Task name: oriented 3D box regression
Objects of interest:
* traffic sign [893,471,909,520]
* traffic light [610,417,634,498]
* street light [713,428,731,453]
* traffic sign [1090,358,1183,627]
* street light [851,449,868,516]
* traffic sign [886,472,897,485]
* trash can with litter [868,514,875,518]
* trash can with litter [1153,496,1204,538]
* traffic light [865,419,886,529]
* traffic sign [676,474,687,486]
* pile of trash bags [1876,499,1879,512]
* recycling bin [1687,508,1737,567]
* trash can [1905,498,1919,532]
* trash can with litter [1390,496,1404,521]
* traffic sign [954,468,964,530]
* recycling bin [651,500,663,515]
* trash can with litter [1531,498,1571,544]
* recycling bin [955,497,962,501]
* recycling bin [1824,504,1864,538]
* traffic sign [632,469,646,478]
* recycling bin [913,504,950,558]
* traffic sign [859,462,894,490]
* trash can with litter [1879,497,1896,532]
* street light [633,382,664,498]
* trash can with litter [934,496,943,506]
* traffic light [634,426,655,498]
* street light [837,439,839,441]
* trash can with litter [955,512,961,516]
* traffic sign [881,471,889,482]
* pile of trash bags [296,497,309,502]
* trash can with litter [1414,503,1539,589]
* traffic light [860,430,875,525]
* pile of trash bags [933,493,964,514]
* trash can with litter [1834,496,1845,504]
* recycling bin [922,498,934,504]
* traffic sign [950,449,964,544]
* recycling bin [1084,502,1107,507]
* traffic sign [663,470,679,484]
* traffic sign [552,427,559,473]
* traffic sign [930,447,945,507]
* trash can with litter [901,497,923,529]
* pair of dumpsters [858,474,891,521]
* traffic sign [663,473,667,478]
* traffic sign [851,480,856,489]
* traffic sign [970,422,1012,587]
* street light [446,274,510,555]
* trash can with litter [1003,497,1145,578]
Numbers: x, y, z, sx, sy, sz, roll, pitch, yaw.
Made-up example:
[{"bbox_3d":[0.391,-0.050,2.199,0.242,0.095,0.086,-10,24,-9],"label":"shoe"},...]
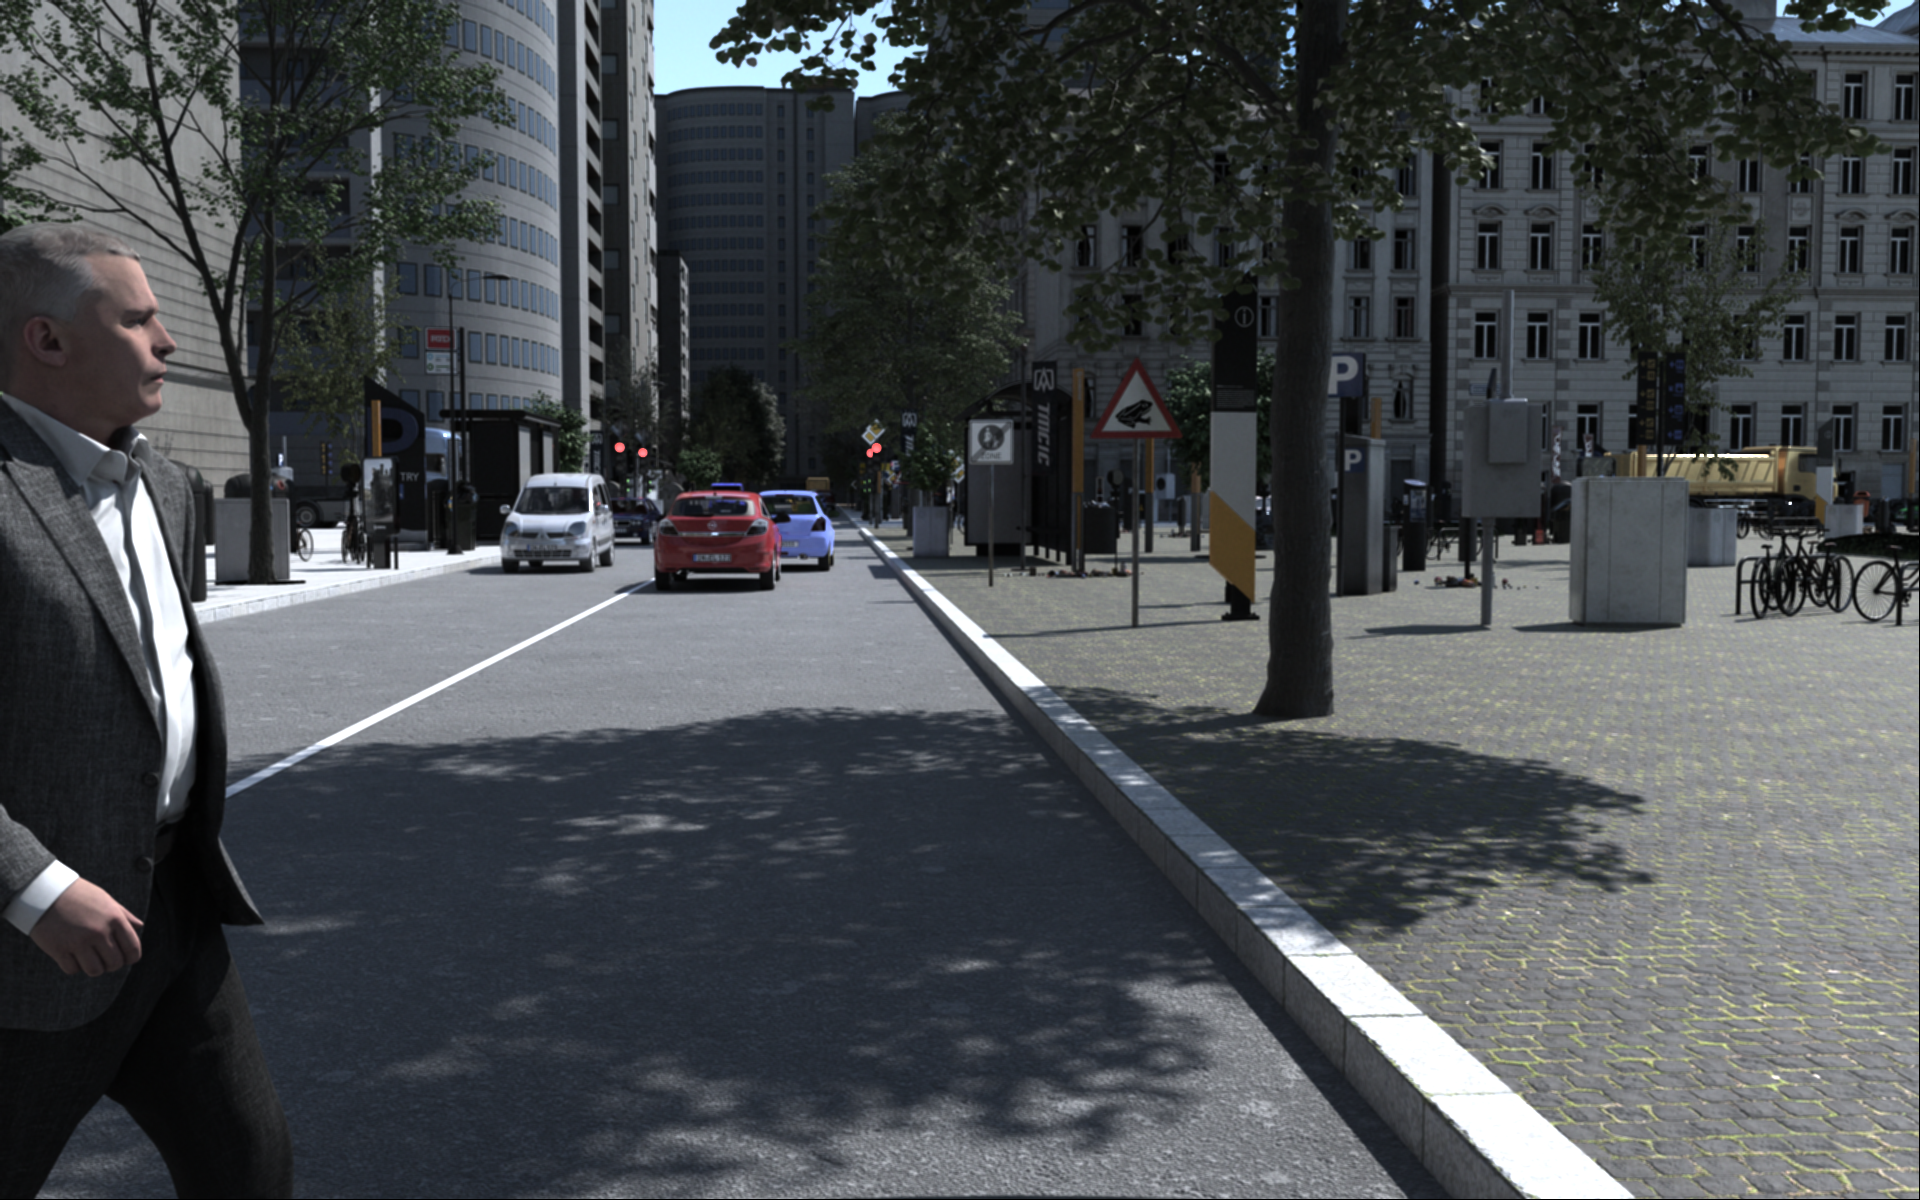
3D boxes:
[{"bbox_3d":[-2.934,-5.339,87.292,0.884,2.594,0.081,0,4,-4],"label":"traffic sign"},{"bbox_3d":[-12.396,-4.556,63.417,0.839,4.253,0.868,0,4,-4],"label":"traffic light"},{"bbox_3d":[-16.708,-9.092,121.201,1.470,5.913,1.316,0,4,-4],"label":"street light"},{"bbox_3d":[1.688,-1.017,16.632,0.884,2.594,0.081,0,4,2],"label":"traffic sign"},{"bbox_3d":[-5.888,-7.712,98.626,1.470,5.913,1.316,0,4,-4],"label":"street light"},{"bbox_3d":[-3.417,-5.413,89.694,0.795,2.450,0.064,0,4,-1],"label":"traffic sign"},{"bbox_3d":[-4.780,-5.022,93.494,0.624,1.170,1.055,-1,4,-19],"label":"trash can with litter"},{"bbox_3d":[6.429,-2.477,51.562,1.678,1.210,2.233,1,4,17],"label":"trash can with litter"},{"bbox_3d":[-3.114,-4.601,64.148,0.839,4.253,0.868,0,4,-4],"label":"traffic light"},{"bbox_3d":[-17.371,-6.576,107.624,0.768,2.556,0.104,0,4,3],"label":"traffic sign"},{"bbox_3d":[39.811,-4.180,78.097,1.912,1.369,3.447,0,4,1],"label":"pile of trash bags"},{"bbox_3d":[13.358,-1.127,30.973,0.722,1.027,0.722,-2,4,-26],"label":"recycling bin"},{"bbox_3d":[32.048,-2.834,57.987,0.748,1.137,0.748,0,3,0],"label":"trash can"},{"bbox_3d":[20.592,-4.233,80.602,1.055,1.170,0.624,0,4,5],"label":"trash can with litter"},{"bbox_3d":[-0.064,-3.683,61.401,0.795,2.450,0.064,0,4,2],"label":"traffic sign"},{"bbox_3d":[-13.638,-3.968,77.423,0.722,1.027,0.722,-1,4,-9],"label":"recycling bin"},{"bbox_3d":[15.378,-2.045,44.819,1.055,1.170,0.624,0,4,-5],"label":"trash can with litter"},{"bbox_3d":[-0.322,-7.138,129.265,0.722,1.027,0.722,-3,5,-41],"label":"recycling bin"},{"bbox_3d":[21.383,-1.795,41.908,0.722,1.027,0.722,3,4,39],"label":"recycling bin"},{"bbox_3d":[-16.005,-5.280,86.436,0.768,2.556,0.104,0,4,-3],"label":"traffic sign"},{"bbox_3d":[-0.574,-1.378,35.078,0.722,1.027,0.722,0,4,2],"label":"recycling bin"},{"bbox_3d":[-5.334,-7.170,111.104,2.265,3.308,0.079,0,4,-4],"label":"traffic sign"},{"bbox_3d":[26.941,-2.395,50.215,1.678,1.210,2.233,2,4,33],"label":"trash can with litter"},{"bbox_3d":[-13.003,-6.093,72.166,1.470,5.913,1.316,0,4,-4],"label":"street light"},{"bbox_3d":[-0.978,-5.000,93.137,0.624,1.170,1.055,-1,4,-23],"label":"trash can with litter"},{"bbox_3d":[-13.012,-5.043,71.378,0.839,4.253,0.868,0,4,-4],"label":"traffic light"},{"bbox_3d":[-9.689,-10.672,147.020,1.470,5.913,1.316,0,4,-4],"label":"street light"},{"bbox_3d":[-1.003,-5.540,101.635,2.233,1.210,1.678,0,4,2],"label":"trash can with litter"},{"bbox_3d":[-4.244,-5.838,95.554,0.768,2.556,0.104,0,4,0],"label":"traffic sign"},{"bbox_3d":[-27.730,-3.758,71.201,1.912,1.369,3.447,-1,4,-23],"label":"pile of trash bags"},{"bbox_3d":[7.295,-0.821,24.480,1.678,1.210,2.233,1,4,17],"label":"trash can with litter"},{"bbox_3d":[-3.729,-5.088,72.109,0.839,4.253,0.868,0,4,-4],"label":"traffic light"},{"bbox_3d":[-0.366,-6.135,110.062,3.447,1.369,1.912,3,5,40],"label":"pile of trash bags"},{"bbox_3d":[64.221,-6.925,124.284,2.233,1.210,1.678,-1,4,-17],"label":"trash can with litter"},{"bbox_3d":[-2.339,-6.767,123.187,0.722,1.027,0.722,2,4,31],"label":"recycling bin"},{"bbox_3d":[-0.218,-2.629,44.166,0.795,2.450,0.064,0,4,1],"label":"traffic sign"},{"bbox_3d":[4.104,-2.486,53.193,0.722,1.027,0.722,1,4,13],"label":"recycling bin"},{"bbox_3d":[-15.205,-5.557,90.853,0.884,2.594,0.081,0,4,2],"label":"traffic sign"},{"bbox_3d":[-12.832,-3.471,50.621,2.265,3.308,0.079,0,4,3],"label":"traffic sign"},{"bbox_3d":[-0.705,-2.587,42.397,0.768,2.556,0.104,0,4,5],"label":"traffic sign"},{"bbox_3d":[-1.614,-3.159,63.044,1.055,1.170,0.624,0,4,-1],"label":"trash can with litter"},{"bbox_3d":[-4.185,-5.048,85.034,1.574,2.255,4.437,0,4,-4],"label":"pair of dumpsters"},{"bbox_3d":[-17.624,-6.266,102.547,0.768,2.556,0.104,0,4,2],"label":"traffic sign"},{"bbox_3d":[-8.083,-8.152,134.464,0.795,2.450,0.064,0,3,0],"label":"traffic sign"},{"bbox_3d":[0.429,-1.335,23.960,0.606,2.300,0.079,0,4,1],"label":"traffic sign"},{"bbox_3d":[-10.193,-3.923,36.676,1.470,5.913,1.316,0,4,-4],"label":"street light"},{"bbox_3d":[1.803,-0.986,27.173,2.233,1.210,1.678,0,4,3],"label":"trash can with litter"}]
